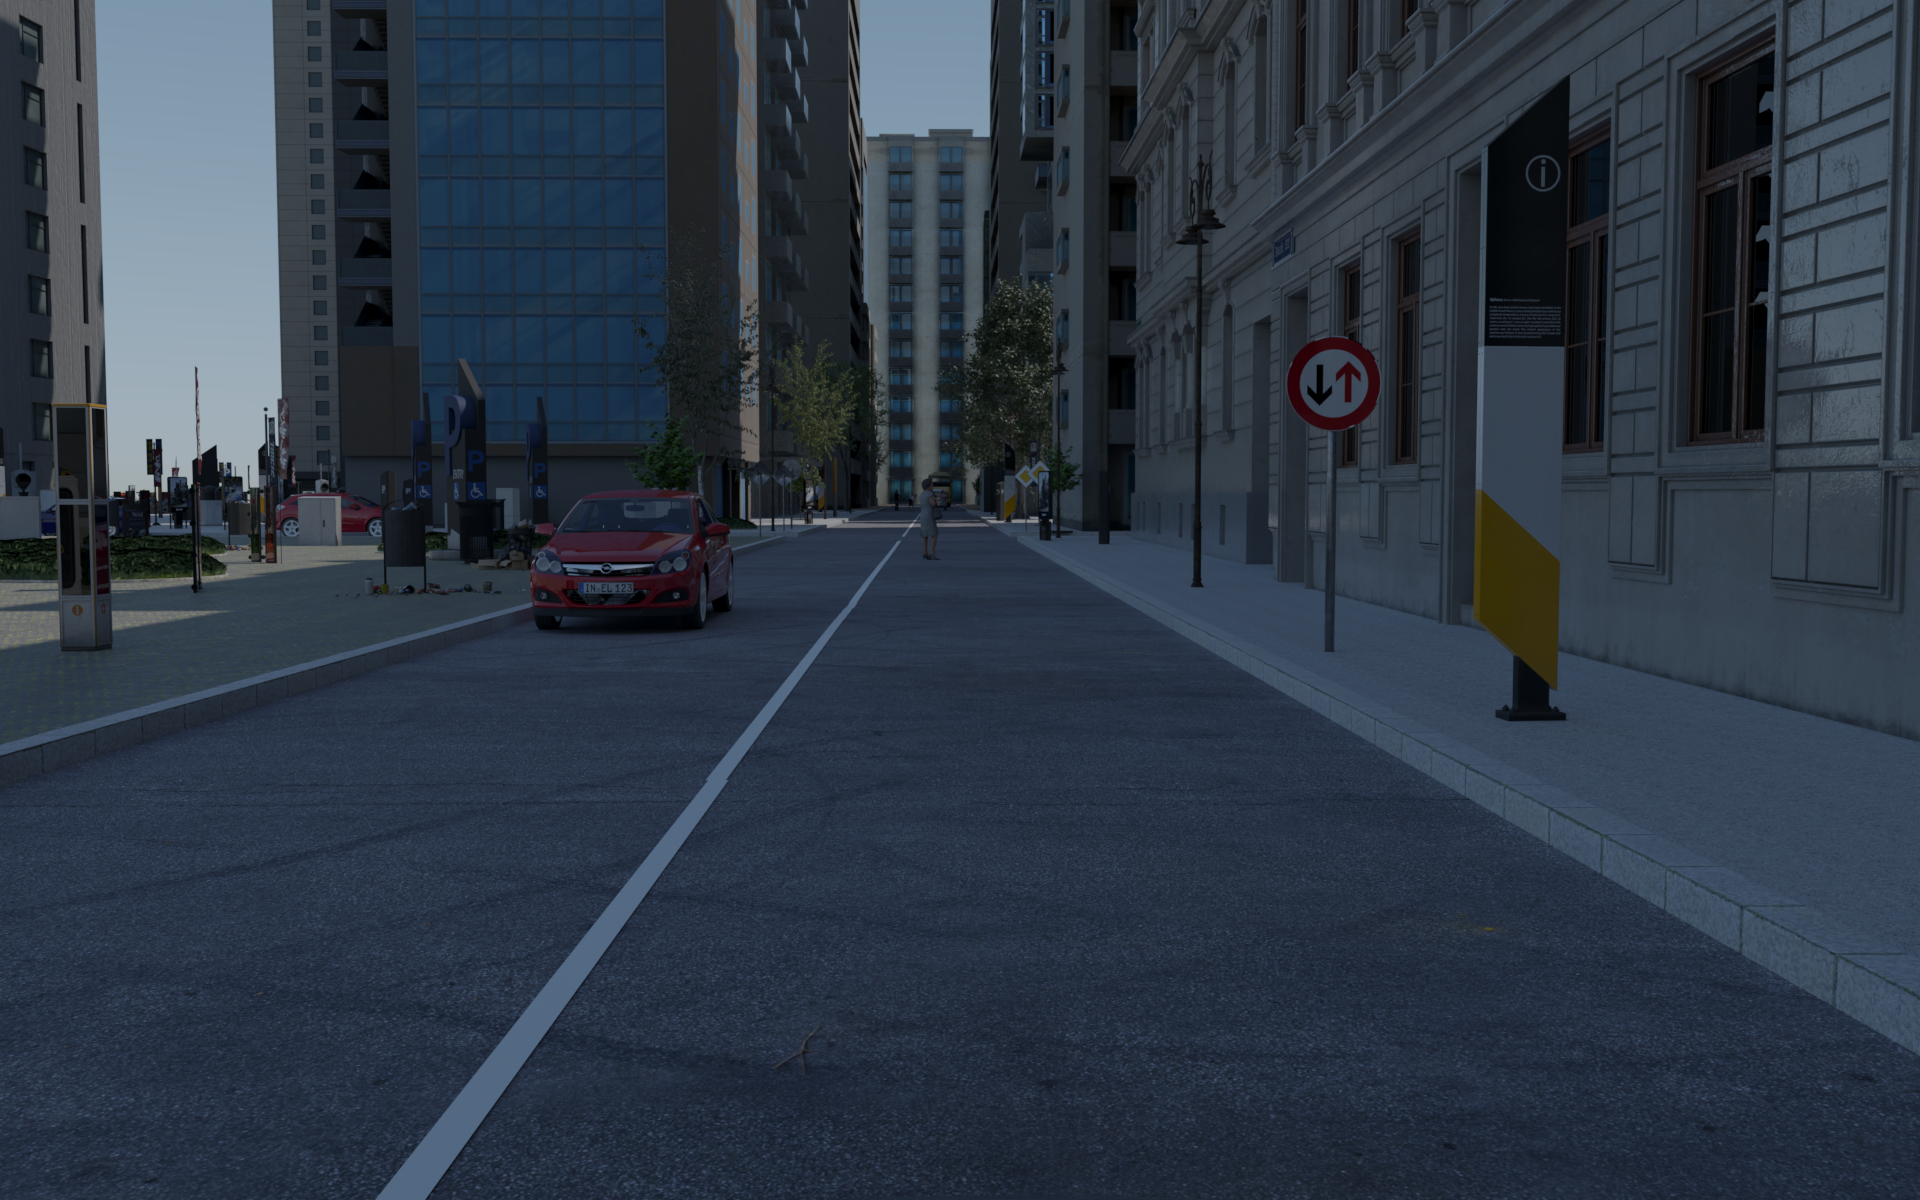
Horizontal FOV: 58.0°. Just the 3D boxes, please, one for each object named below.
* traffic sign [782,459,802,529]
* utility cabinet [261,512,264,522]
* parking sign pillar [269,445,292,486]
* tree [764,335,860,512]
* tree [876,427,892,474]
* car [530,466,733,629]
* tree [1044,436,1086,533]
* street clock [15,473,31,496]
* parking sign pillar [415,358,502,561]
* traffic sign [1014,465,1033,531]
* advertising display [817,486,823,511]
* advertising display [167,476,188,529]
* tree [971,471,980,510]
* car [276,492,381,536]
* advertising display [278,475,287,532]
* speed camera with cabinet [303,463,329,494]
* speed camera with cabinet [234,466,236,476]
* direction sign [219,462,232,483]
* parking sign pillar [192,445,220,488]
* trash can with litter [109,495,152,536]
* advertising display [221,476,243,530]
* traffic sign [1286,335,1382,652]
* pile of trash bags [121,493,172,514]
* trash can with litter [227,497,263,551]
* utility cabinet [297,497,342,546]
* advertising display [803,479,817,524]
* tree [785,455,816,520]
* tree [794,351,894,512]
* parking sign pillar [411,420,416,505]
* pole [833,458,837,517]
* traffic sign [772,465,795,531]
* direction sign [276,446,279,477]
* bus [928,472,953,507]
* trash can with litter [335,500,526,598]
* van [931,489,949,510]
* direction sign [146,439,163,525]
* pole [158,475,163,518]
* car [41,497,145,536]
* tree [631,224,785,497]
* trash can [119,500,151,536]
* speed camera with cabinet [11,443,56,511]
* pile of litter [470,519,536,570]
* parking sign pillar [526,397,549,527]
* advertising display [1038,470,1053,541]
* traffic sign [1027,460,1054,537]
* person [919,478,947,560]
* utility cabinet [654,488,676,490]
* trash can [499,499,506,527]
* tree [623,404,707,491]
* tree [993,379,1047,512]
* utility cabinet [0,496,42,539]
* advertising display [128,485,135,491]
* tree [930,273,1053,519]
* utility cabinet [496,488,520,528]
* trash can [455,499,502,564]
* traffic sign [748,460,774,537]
[{"bbox_3d":[-6.194,-3.885,63.621,0.768,2.556,0.104,0,4,3],"label":"traffic sign"},{"bbox_3d":[-32.042,-4.191,79.689,0.306,1.237,1.020,2,4,30],"label":"utility cabinet"},{"bbox_3d":[-34.568,-6.098,88.172,1.447,3.967,1.447,1,4,14],"label":"parking sign pillar"},{"bbox_3d":[-6.944,-7.981,80.846,4.737,8.622,4.395,0,3,0],"label":"tree"},{"bbox_3d":[-9.396,-14.582,188.781,4.360,8.622,3.978,0,3,0],"label":"tree"},{"bbox_3d":[-3.642,-0.652,19.697,2.155,1.783,4.494,0,4,-1],"label":"car"},{"bbox_3d":[3.307,-3.877,57.985,1.663,3.219,1.824,0,3,0],"label":"tree"},{"bbox_3d":[-32.470,-3.395,60.075,0.471,2.002,0.358,-2,4,-34],"label":"street clock"},{"bbox_3d":[-9.680,-2.780,33.930,1.447,3.967,1.447,-2,4,-32],"label":"parking sign pillar"},{"bbox_3d":[2.263,-3.411,59.409,0.795,2.450,0.064,0,4,-1],"label":"traffic sign"},{"bbox_3d":[-10.645,-7.756,132.029,0.974,1.923,0.123,3,5,39],"label":"advertising display"},{"bbox_3d":[-28.885,-3.593,63.961,0.123,1.923,0.974,1,4,14],"label":"advertising display"},{"bbox_3d":[1.605,-9.073,142.936,1.663,3.219,1.824,0,3,0],"label":"tree"},{"bbox_3d":[-19.758,-2.860,55.799,4.494,1.783,2.155,0,4,1],"label":"car"},{"bbox_3d":[-22.997,-3.278,58.813,0.123,1.923,0.974,-2,4,-31],"label":"advertising display"},{"bbox_3d":[-41.614,-7.159,111.385,0.660,3.252,2.038,3,5,40],"label":"speed camera with cabinet"},{"bbox_3d":[-51.806,-7.811,122.048,2.038,3.252,0.660,0,4,-4],"label":"speed camera with cabinet"},{"bbox_3d":[-52.083,-8.004,122.855,0.876,3.537,0.379,0,4,-4],"label":"direction sign"},{"bbox_3d":[-41.040,-6.470,94.263,1.447,3.967,1.447,0,4,-5],"label":"parking sign pillar"},{"bbox_3d":[-24.198,-2.390,50.126,2.233,1.210,1.678,-1,4,-21],"label":"trash can with litter"},{"bbox_3d":[-26.027,-3.472,61.982,0.123,1.923,0.974,1,4,17],"label":"advertising display"},{"bbox_3d":[3.007,-0.851,14.022,0.768,2.556,0.104,0,4,2],"label":"traffic sign"},{"bbox_3d":[-51.948,-6.140,110.140,1.912,1.369,3.447,2,4,28],"label":"pile of trash bags"},{"bbox_3d":[-16.881,-1.743,39.557,2.233,1.210,1.678,-3,5,-41],"label":"trash can with litter"},{"bbox_3d":[-15.972,-1.959,43.196,1.020,1.237,0.306,1,4,11],"label":"utility cabinet"},{"bbox_3d":[-6.417,-4.173,73.439,0.123,1.923,0.974,1,4,16],"label":"advertising display"},{"bbox_3d":[-7.840,-5.537,85.135,1.663,3.219,1.824,0,3,0],"label":"tree"},{"bbox_3d":[-8.361,-12.260,126.200,9.928,11.665,9.643,0,3,0],"label":"tree"},{"bbox_3d":[-14.082,-3.481,45.388,1.447,3.967,1.447,-1,4,-19],"label":"parking sign pillar"},{"bbox_3d":[-7.046,-6.348,97.640,0.158,3.312,0.155,0,3,0],"label":"pole"},{"bbox_3d":[-6.031,-3.405,59.312,0.795,2.450,0.064,0,4,-1],"label":"traffic sign"},{"bbox_3d":[-31.978,-5.475,81.509,0.379,3.537,0.876,0,4,7],"label":"direction sign"},{"bbox_3d":[-2.216,-12.208,191.143,2.896,3.916,12.252,0,4,0],"label":"bus"},{"bbox_3d":[-6.781,-0.690,22.337,2.233,1.210,1.678,0,4,-7],"label":"trash can with litter"},{"bbox_3d":[-1.980,-8.935,153.093,2.013,2.044,4.112,0,4,0],"label":"van"},{"bbox_3d":[-32.936,-4.824,70.872,0.876,3.537,0.379,2,4,24],"label":"direction sign"},{"bbox_3d":[-42.988,-6.068,93.047,0.158,3.312,0.155,0,3,0],"label":"pole"},{"bbox_3d":[-28.509,-2.657,56.016,3.894,1.354,1.945,0,4,-2],"label":"car"},{"bbox_3d":[-6.987,-5.914,47.062,4.360,8.622,3.978,0,3,0],"label":"tree"},{"bbox_3d":[-20.935,-1.978,43.988,0.748,1.137,0.748,0,3,0],"label":"trash can"},{"bbox_3d":[-35.365,-4.427,66.725,2.038,3.252,0.660,0,4,-1],"label":"speed camera with cabinet"},{"bbox_3d":[-7.688,-0.957,29.607,1.176,0.858,1.719,-2,4,-35],"label":"pile of litter"},{"bbox_3d":[-11.556,-3.603,47.388,1.447,3.967,1.447,-1,4,-19],"label":"parking sign pillar"},{"bbox_3d":[2.352,-2.600,47.719,0.123,1.923,0.974,-1,4,-15],"label":"advertising display"},{"bbox_3d":[2.376,-2.922,51.425,0.795,2.450,0.064,0,4,-1],"label":"traffic sign"},{"bbox_3d":[-0.564,-1.762,37.660,0.532,1.782,0.716,-2,4,-30],"label":"person"},{"bbox_3d":[-10.235,-3.155,60.266,1.173,1.500,0.318,3,5,40],"label":"utility cabinet"},{"bbox_3d":[-13.864,-2.438,51.518,0.748,1.137,0.748,0,3,0],"label":"trash can"},{"bbox_3d":[-6.237,-2.618,37.402,1.663,3.219,1.824,0,3,0],"label":"tree"},{"bbox_3d":[3.010,-9.087,98.929,4.360,8.622,3.978,0,3,0],"label":"tree"},{"bbox_3d":[-24.604,-2.086,45.271,1.020,1.237,0.306,-1,4,-23],"label":"utility cabinet"},{"bbox_3d":[-60.396,-7.408,126.328,0.123,1.923,0.974,0,4,-4],"label":"advertising display"},{"bbox_3d":[3.249,-10.575,89.912,9.611,12.733,9.660,0,3,0],"label":"tree"},{"bbox_3d":[-16.514,-3.343,63.332,0.318,1.500,1.173,-3,5,-45],"label":"utility cabinet"},{"bbox_3d":[-8.879,-1.233,31.806,0.748,1.137,0.748,0,3,0],"label":"trash can"},{"bbox_3d":[-5.917,-2.917,51.328,0.795,2.450,0.064,0,4,-1],"label":"traffic sign"}]
